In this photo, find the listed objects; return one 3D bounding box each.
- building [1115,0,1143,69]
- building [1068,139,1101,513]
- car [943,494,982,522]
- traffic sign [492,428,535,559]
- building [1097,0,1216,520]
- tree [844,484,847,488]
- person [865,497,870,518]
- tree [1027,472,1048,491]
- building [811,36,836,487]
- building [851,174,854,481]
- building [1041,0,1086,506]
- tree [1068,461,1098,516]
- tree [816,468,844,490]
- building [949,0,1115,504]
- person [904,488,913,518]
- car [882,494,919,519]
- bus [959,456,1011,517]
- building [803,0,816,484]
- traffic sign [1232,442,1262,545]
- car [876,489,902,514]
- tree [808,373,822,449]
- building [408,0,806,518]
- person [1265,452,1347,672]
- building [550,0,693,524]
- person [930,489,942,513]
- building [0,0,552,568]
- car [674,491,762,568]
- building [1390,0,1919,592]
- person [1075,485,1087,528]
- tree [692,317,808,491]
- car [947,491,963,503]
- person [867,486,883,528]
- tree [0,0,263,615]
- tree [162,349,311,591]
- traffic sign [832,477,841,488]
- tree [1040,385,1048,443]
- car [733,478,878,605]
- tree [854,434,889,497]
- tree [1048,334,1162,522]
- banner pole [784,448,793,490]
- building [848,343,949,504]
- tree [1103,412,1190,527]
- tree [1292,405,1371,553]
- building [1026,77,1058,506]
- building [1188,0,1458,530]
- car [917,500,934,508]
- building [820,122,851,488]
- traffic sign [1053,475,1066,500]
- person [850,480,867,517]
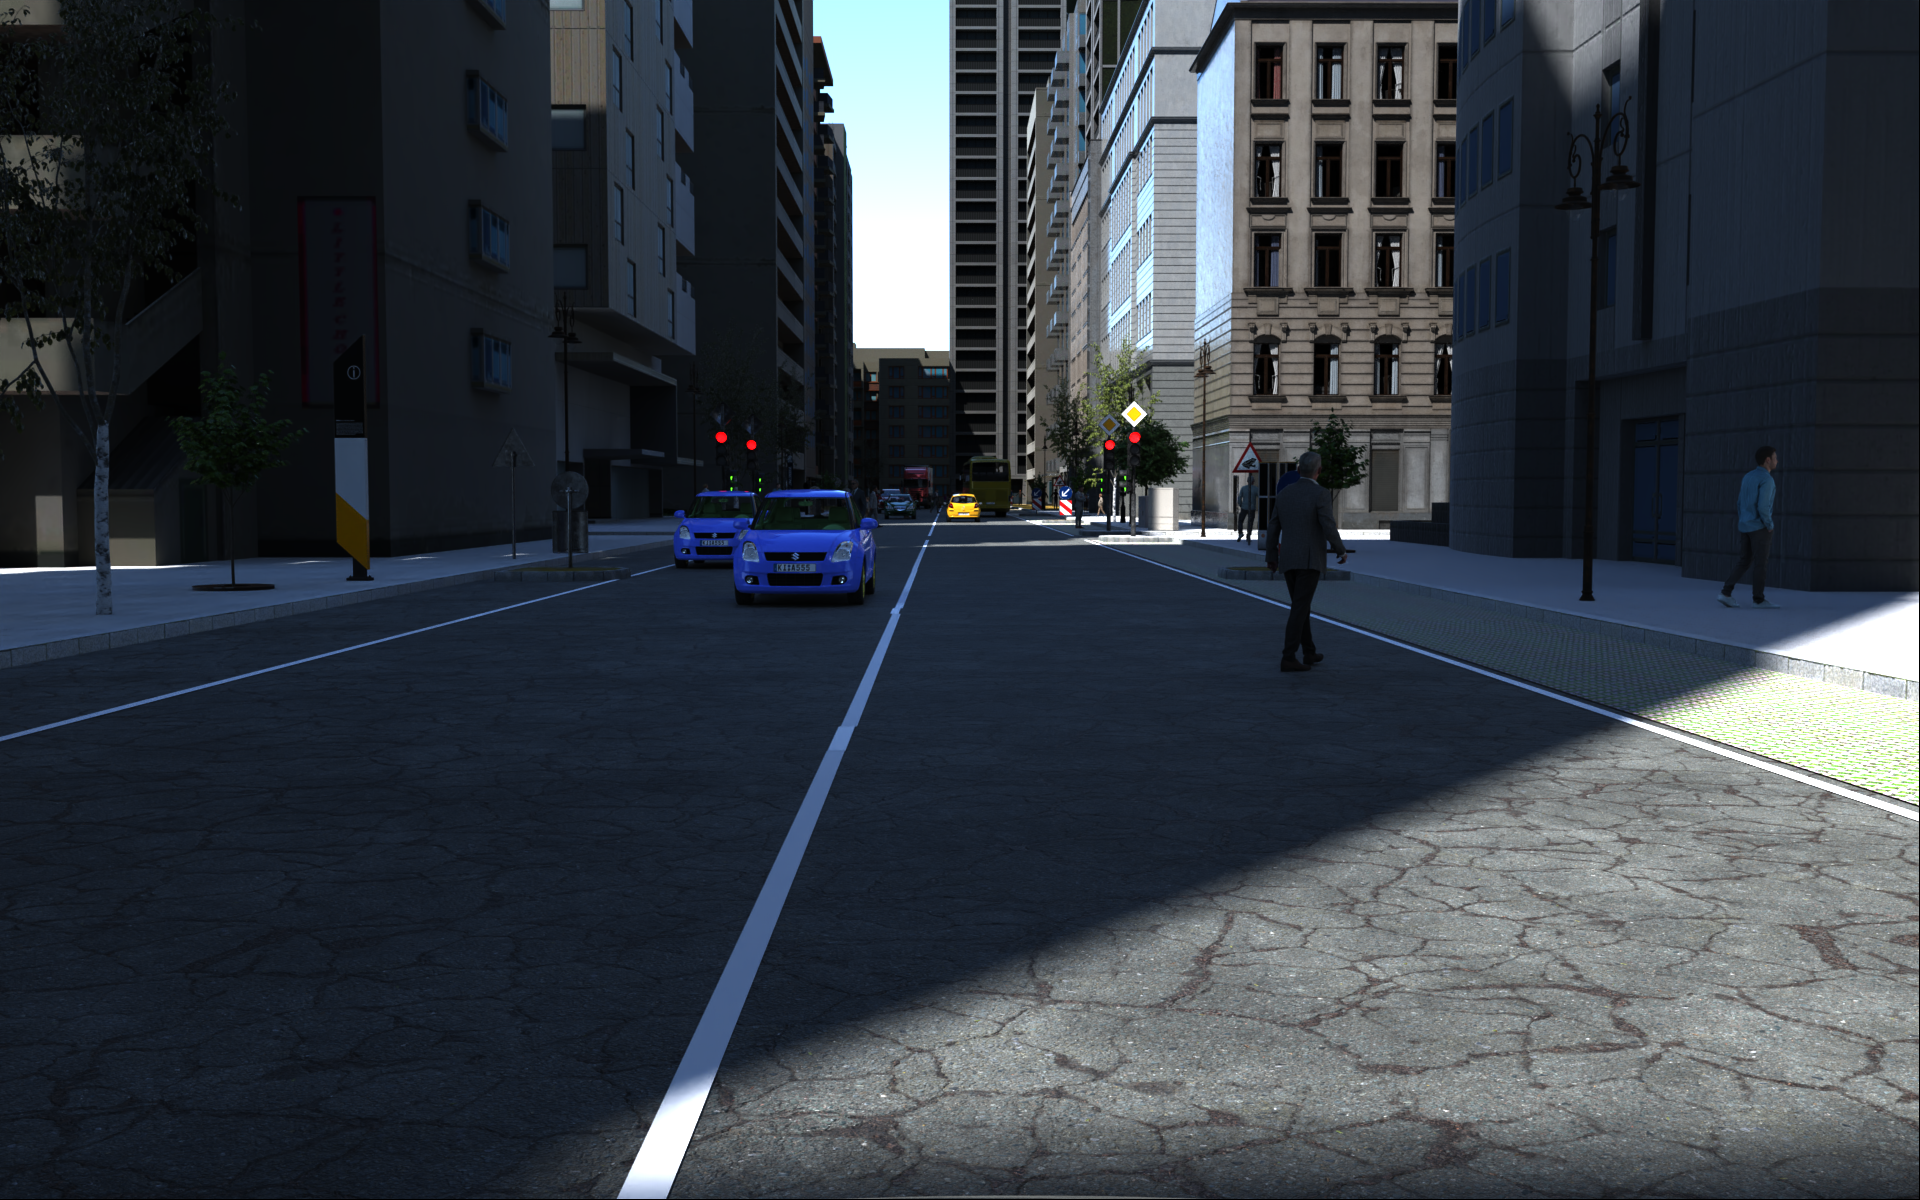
[{"bbox_3d":[19.388,-43.297,146.158,20.563,71.187,20.611,0,4,0],"label":"building"},{"bbox_3d":[14.604,-18.817,125.673,12.078,24.808,19.932,0,4,0],"label":"building"},{"bbox_3d":[0.156,-4.814,88.933,2.015,1.641,3.980,0,4,-1],"label":"car"},{"bbox_3d":[-8.798,-2.086,34.110,0.884,2.594,0.081,0,4,7],"label":"traffic sign"},{"bbox_3d":[14.811,-19.732,100.103,11.434,29.767,29.804,0,4,0],"label":"building"},{"bbox_3d":[-9.974,-8.957,141.049,1.663,3.219,1.824,0,3,0],"label":"tree"},{"bbox_3d":[-4.412,-4.290,82.917,0.475,1.303,0.640,0,4,-4],"label":"person"},{"bbox_3d":[6.822,-9.387,148.085,1.663,3.219,1.824,0,3,0],"label":"tree"},{"bbox_3d":[-23.387,-31.156,164.027,22.147,44.769,28.867,0,4,0],"label":"building"},{"bbox_3d":[-19.508,-31.634,200.804,14.086,41.232,14.154,0,4,0],"label":"building"},{"bbox_3d":[20.171,-33.805,172.326,23.786,49.044,30.456,0,4,0],"label":"building"},{"bbox_3d":[6.999,-6.480,100.550,1.663,3.219,1.824,0,3,0],"label":"tree"},{"bbox_3d":[-9.955,-8.169,128.162,1.663,3.219,1.824,0,3,0],"label":"tree"},{"bbox_3d":[8.878,-48.425,230.005,20.611,71.187,20.563,0,4,0],"label":"building"},{"bbox_3d":[-3.091,-5.818,103.794,0.590,1.801,0.661,-1,4,-14],"label":"person"},{"bbox_3d":[-3.465,-5.414,100.314,2.131,1.459,4.920,0,4,-2],"label":"car"},{"bbox_3d":[1.618,-7.335,111.470,2.896,3.916,12.252,0,4,-2],"label":"bus"},{"bbox_3d":[-19.381,-30.079,141.895,14.600,45.320,14.200,0,4,0],"label":"building"},{"bbox_3d":[7.231,-2.644,43.234,0.884,2.594,0.081,0,4,4],"label":"traffic sign"},{"bbox_3d":[-5.147,-7.355,128.925,2.281,1.827,5.304,0,4,-2],"label":"car"},{"bbox_3d":[-9.799,-8.976,97.112,4.360,8.622,3.978,0,3,0],"label":"tree"},{"bbox_3d":[-21.672,-29.917,112.840,21.300,48.544,21.600,0,4,0],"label":"building"},{"bbox_3d":[2.873,-0.326,14.233,0.661,1.777,0.834,3,5,42],"label":"person"},{"bbox_3d":[-27.366,-30.027,80.182,28.713,52.752,27.495,0,4,0],"label":"building"},{"bbox_3d":[-1.844,-7.559,132.057,0.822,1.834,0.622,2,4,35],"label":"person"},{"bbox_3d":[-22.054,-25.330,37.847,21.600,48.544,21.300,0,4,0],"label":"building"},{"bbox_3d":[-4.688,-1.534,34.673,1.945,1.707,3.694,0,4,-1],"label":"car"},{"bbox_3d":[21.558,-30.154,35.021,21.231,58.520,28.212,0,4,0],"label":"building"},{"bbox_3d":[5.022,-3.862,71.819,0.466,1.800,0.511,2,4,23],"label":"person"},{"bbox_3d":[-9.255,-7.495,72.900,4.360,8.622,3.978,0,3,0],"label":"tree"},{"bbox_3d":[-0.239,-11.071,189.679,2.281,1.827,5.304,0,4,-2],"label":"car"},{"bbox_3d":[-3.675,-3.939,73.180,0.850,1.792,0.678,-1,4,-8],"label":"person"},{"bbox_3d":[-9.325,-4.159,18.362,4.360,8.622,3.978,0,3,0],"label":"tree"},{"bbox_3d":[-9.911,-1.757,23.322,1.663,3.219,1.824,0,3,0],"label":"tree"},{"bbox_3d":[-9.432,-8.073,132.092,0.768,2.556,0.104,0,4,2],"label":"traffic sign"},{"bbox_3d":[6.898,-9.590,107.167,4.737,8.622,4.395,0,3,0],"label":"tree"},{"bbox_3d":[-2.063,-0.855,23.574,1.945,1.707,3.694,0,4,0],"label":"car"},{"bbox_3d":[-10.949,-16.006,212.053,4.360,8.622,3.978,0,3,0],"label":"tree"},{"bbox_3d":[7.231,-7.946,80.283,4.737,8.622,4.395,0,3,0],"label":"tree"},{"bbox_3d":[-9.368,-6.386,94.430,0.863,3.779,0.401,3,5,42],"label":"banner pole"},{"bbox_3d":[-15.897,-23.801,234.190,28.899,21.520,27.650,0,4,0],"label":"building"},{"bbox_3d":[7.370,-5.207,68.842,4.285,4.588,4.351,0,3,0],"label":"tree"},{"bbox_3d":[8.049,-2.654,37.987,1.663,3.219,1.824,0,3,0],"label":"tree"},{"bbox_3d":[18.753,-35.144,198.310,21.300,48.544,21.600,0,4,0],"label":"building"},{"bbox_3d":[18.476,-13.276,66.207,18.267,20.994,9.793,0,4,0],"label":"building"},{"bbox_3d":[-3.632,-10.481,183.168,2.131,1.459,4.920,0,3,0],"label":"car"},{"bbox_3d":[-19.497,-30.704,185.600,14.154,41.232,14.086,0,4,0],"label":"building"},{"bbox_3d":[6.706,-7.124,116.476,0.884,2.594,0.081,0,4,1],"label":"traffic sign"},{"bbox_3d":[-2.711,-2.171,44.167,0.661,1.801,0.590,3,4,39],"label":"person"}]
